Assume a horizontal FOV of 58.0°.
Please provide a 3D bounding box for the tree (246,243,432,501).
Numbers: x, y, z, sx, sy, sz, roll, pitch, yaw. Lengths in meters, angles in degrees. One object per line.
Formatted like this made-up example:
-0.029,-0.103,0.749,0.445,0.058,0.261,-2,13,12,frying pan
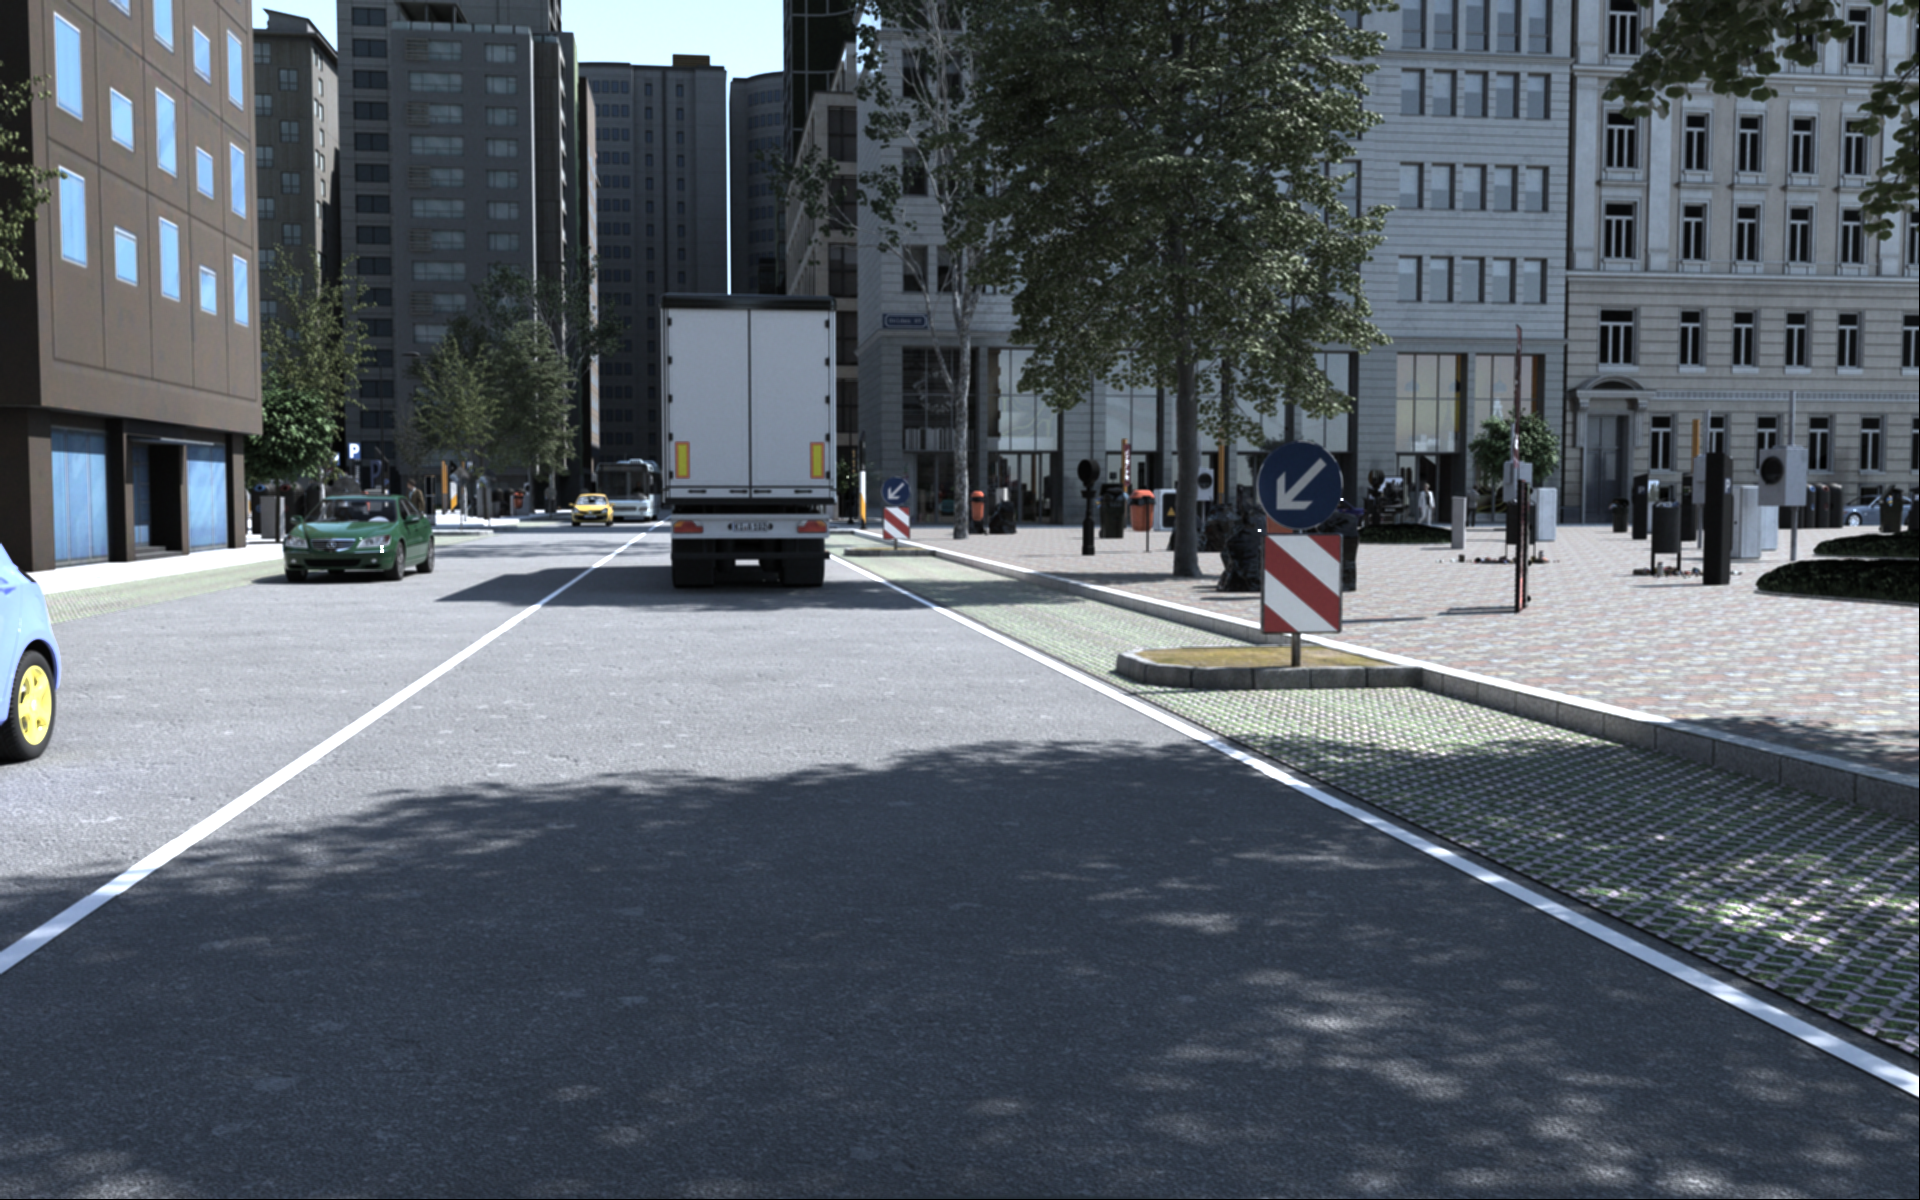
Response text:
-18.794,-6.114,50.322,4.737,8.622,4.395,0,3,0,tree

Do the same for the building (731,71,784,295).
-17.299,-42.605,238.596,28.212,58.520,21.231,-1,4,-8,building

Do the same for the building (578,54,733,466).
-45.647,-42.344,234.329,28.212,58.520,21.231,-1,4,-8,building

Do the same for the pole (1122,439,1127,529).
6.092,-4.305,64.224,0.158,3.312,0.155,0,3,0,pole

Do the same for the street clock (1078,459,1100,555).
2.695,-1.941,36.306,0.358,2.002,0.471,-2,4,-35,street clock

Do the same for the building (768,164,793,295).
-9.489,-23.451,155.126,14.160,30.474,14.107,-1,4,-8,building

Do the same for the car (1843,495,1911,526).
38.681,-3.755,73.401,4.499,1.417,2.014,-1,4,-10,car

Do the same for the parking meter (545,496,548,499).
-29.869,-7.157,125.426,0.372,1.533,0.369,0,3,0,parking meter

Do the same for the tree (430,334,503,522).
-22.714,-7.863,78.923,4.737,8.622,4.395,0,3,0,tree

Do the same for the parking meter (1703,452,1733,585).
10.739,-1.151,24.534,0.399,1.863,0.255,-3,5,-45,parking meter

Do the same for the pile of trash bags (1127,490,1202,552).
5.330,-1.785,38.943,3.447,1.369,1.912,-2,4,-24,pile of trash bags

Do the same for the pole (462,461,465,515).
-30.833,-6.953,107.530,0.158,3.312,0.155,0,3,0,pole

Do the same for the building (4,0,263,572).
-22.634,-23.395,32.622,14.600,45.320,14.200,-1,4,-8,building

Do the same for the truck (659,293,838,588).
-3.726,-2.508,29.920,2.839,4.237,11.283,0,4,-8,truck

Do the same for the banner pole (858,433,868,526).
-3.913,-4.926,70.555,0.401,3.779,0.863,0,4,7,banner pole

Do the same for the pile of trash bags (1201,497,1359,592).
4.291,-0.800,22.833,1.912,1.369,3.447,1,4,12,pile of trash bags

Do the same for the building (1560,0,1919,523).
35.060,-18.132,82.366,20.117,28.700,13.634,-1,4,-8,building

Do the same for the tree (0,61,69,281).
-15.407,-4.587,25.368,4.737,8.622,4.395,0,3,0,tree

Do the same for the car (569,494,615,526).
-16.569,-4.151,78.098,2.015,1.641,3.980,-1,4,-9,car

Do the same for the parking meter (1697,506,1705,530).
26.501,-3.264,61.773,0.372,1.533,0.369,0,3,0,parking meter

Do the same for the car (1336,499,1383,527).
14.532,-3.388,67.969,3.894,1.354,1.945,-1,4,-9,car

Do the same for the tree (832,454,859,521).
-5.546,-5.433,83.431,1.663,3.219,1.824,0,3,0,tree

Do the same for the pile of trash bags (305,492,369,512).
-27.631,-4.066,76.239,3.447,1.369,1.912,0,4,0,pile of trash bags

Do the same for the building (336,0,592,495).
-45.969,-44.361,163.555,20.563,71.187,20.611,-1,4,-8,building

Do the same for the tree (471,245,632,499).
-29.138,-16.745,129.672,12.611,20.169,13.585,0,3,0,tree

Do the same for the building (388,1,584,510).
-39.993,-28.395,147.847,14.154,41.232,14.086,-1,4,-8,building

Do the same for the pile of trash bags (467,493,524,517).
-26.529,-5.489,99.489,1.912,1.369,3.447,3,4,37,pile of trash bags

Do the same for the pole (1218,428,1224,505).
8.032,-3.637,53.301,0.158,3.312,0.155,0,3,0,pole

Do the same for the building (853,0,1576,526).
10.601,-18.326,77.118,29.804,29.767,11.434,-1,4,-8,building

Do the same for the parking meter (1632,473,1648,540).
19.186,-2.641,48.897,0.399,1.863,0.255,1,4,10,parking meter

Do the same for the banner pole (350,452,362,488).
-31.381,-6.105,89.839,0.863,3.779,0.401,1,4,12,banner pole

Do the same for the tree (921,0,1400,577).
3.144,-6.638,26.662,7.486,12.596,7.792,0,3,0,tree

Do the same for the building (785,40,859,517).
-0.906,-18.883,113.248,19.350,26.468,34.151,-1,4,-8,building

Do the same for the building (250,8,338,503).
-83.486,-37.124,196.215,27.495,52.752,28.713,-1,4,-8,building

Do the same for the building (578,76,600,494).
-45.538,-32.530,181.970,14.600,45.320,14.200,-1,4,-8,building

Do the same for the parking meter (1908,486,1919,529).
27.083,-2.487,49.069,0.372,1.533,0.369,0,3,0,parking meter

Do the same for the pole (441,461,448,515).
-31.682,-6.872,106.207,0.158,3.312,0.155,0,3,0,pole

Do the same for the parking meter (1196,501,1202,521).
8.829,-3.562,63.951,0.255,1.863,0.399,0,4,-7,parking meter

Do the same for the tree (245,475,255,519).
-35.926,-5.726,88.214,1.663,3.219,1.824,0,3,0,tree

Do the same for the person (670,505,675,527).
-12.392,-4.108,75.894,0.641,1.798,0.478,-1,4,-14,person

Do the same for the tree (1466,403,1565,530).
19.851,-4.784,61.931,4.285,4.588,4.351,0,3,0,tree

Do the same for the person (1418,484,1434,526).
18.398,-3.677,68.499,0.514,1.842,0.818,-2,4,-26,person

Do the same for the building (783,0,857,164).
-8.962,-44.858,171.677,20.563,71.187,20.611,-1,4,-8,building

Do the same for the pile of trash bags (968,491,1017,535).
0.804,-2.801,55.545,1.912,1.369,3.447,1,4,9,pile of trash bags

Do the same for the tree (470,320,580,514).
-28.400,-11.917,112.965,7.486,12.596,7.792,0,3,0,tree

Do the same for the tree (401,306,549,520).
-24.062,-9.300,86.473,7.601,10.594,8.767,0,4,-4,tree

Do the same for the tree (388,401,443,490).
-42.251,-11.219,133.797,4.360,8.622,3.978,0,3,0,tree

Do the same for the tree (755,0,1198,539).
0.506,-11.881,50.140,12.611,20.169,13.585,0,3,0,tree

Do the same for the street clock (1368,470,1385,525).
12.323,-2.857,51.284,0.358,2.002,0.471,-2,4,-26,street clock

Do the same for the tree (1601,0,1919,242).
5.578,-5.499,8.029,7.486,12.596,7.792,0,3,0,tree

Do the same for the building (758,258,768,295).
-17.836,-27.011,213.334,14.160,30.474,14.107,-1,4,-8,building

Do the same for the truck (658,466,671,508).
-30.150,-11.571,178.103,2.839,4.237,11.283,-1,4,-9,truck

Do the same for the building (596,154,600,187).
-55.641,-33.586,203.754,28.867,44.769,22.147,-1,4,-8,building

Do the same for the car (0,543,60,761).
-5.647,0.100,7.957,1.945,1.707,3.694,0,4,-7,car

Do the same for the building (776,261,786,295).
-8.061,-18.852,137.901,12.332,23.373,15.834,-1,4,-8,building

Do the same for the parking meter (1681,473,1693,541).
19.805,-2.538,47.202,0.255,1.863,0.399,1,4,22,parking meter

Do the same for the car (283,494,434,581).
-10.340,-1.115,30.029,2.131,1.459,4.920,0,4,-7,car

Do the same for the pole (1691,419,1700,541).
20.110,-3.276,47.407,0.158,3.312,0.155,0,3,0,pole

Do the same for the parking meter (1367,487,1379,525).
14.361,-3.170,60.245,0.372,1.533,0.369,0,3,0,parking meter

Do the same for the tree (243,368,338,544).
-17.837,-3.754,45.086,4.285,4.588,4.351,0,3,0,tree
